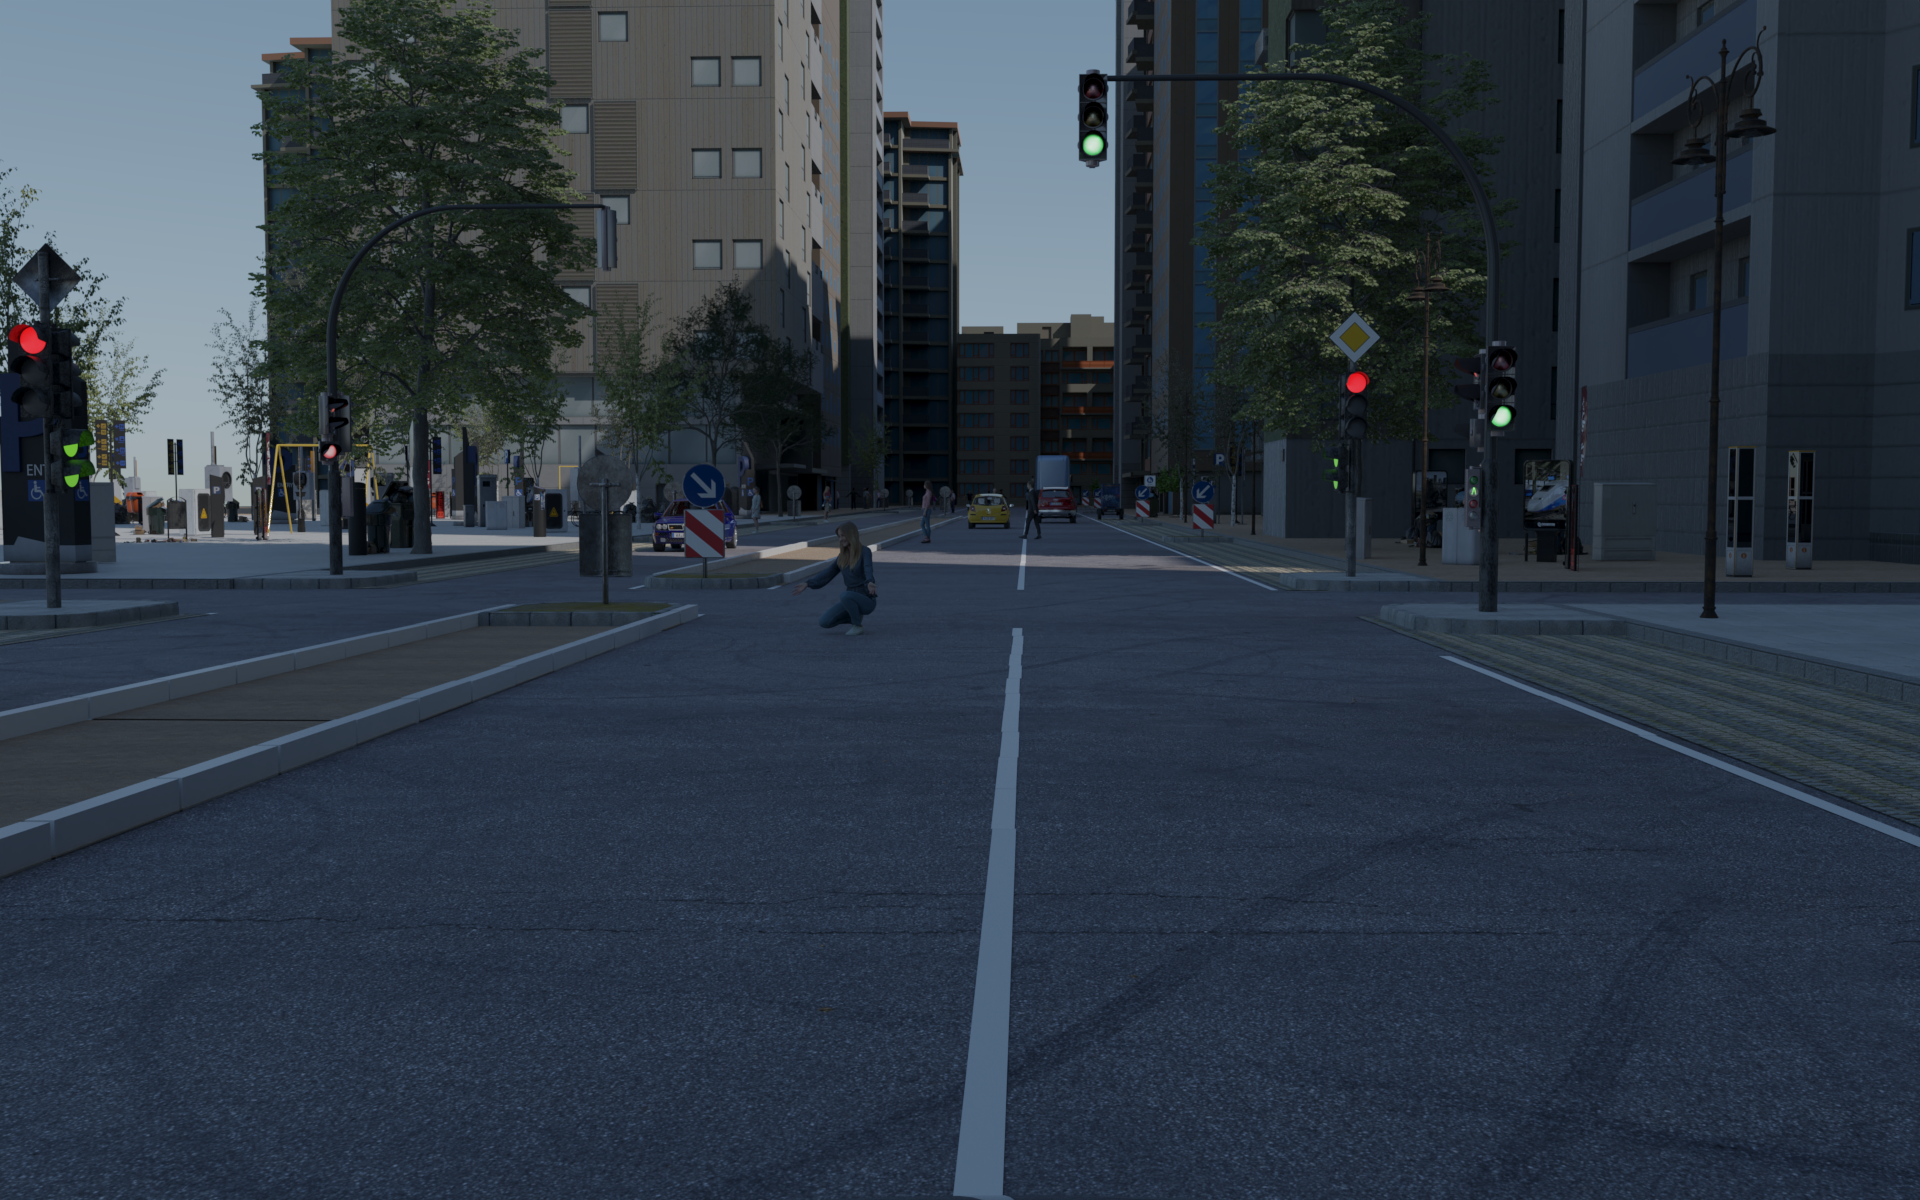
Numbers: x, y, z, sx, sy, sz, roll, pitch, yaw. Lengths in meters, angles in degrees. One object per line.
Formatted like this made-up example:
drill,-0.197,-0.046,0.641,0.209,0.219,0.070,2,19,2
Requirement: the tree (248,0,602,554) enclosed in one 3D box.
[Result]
tree,-11.178,-7.271,37.007,7.486,12.596,7.792,0,3,0

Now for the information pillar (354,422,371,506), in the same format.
information pillar,-19.475,-3.983,56.484,0.504,3.616,0.183,-1,4,-15

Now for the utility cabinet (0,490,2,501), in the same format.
utility cabinet,-50.905,-5.041,91.102,1.173,1.500,0.318,-2,4,-33

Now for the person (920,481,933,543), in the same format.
person,-0.971,-2.566,50.464,0.388,1.821,0.555,-1,4,-8

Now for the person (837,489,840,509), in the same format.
person,-10.349,-8.569,147.086,0.436,1.711,0.756,1,4,16

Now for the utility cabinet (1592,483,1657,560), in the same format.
utility cabinet,12.761,-1.502,33.234,1.173,1.500,0.318,-1,4,-13

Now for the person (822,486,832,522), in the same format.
person,-6.796,-4.909,88.729,0.573,1.828,0.580,-2,4,-23

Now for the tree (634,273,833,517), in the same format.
tree,-10.271,-8.476,72.993,7.601,10.594,8.767,1,4,10

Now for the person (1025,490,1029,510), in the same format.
person,5.932,-8.715,150.977,0.705,1.826,1.348,-2,4,-24

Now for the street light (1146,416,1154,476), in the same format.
street light,11.107,-7.839,100.958,0.468,5.910,1.993,0,4,2

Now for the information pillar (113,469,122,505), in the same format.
information pillar,-45.952,-6.303,94.401,0.504,3.616,0.183,0,4,-1

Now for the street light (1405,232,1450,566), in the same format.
street light,8.283,-3.550,30.833,0.468,5.910,1.993,0,4,2

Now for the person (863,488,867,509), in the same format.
person,-8.114,-8.643,147.431,0.705,1.814,1.350,0,4,-5

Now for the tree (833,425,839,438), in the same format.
tree,-10.423,-9.953,97.138,7.601,10.594,8.767,-2,4,-26

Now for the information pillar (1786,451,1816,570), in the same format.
information pillar,14.266,-1.523,29.397,0.304,2.012,0.304,0,4,-6

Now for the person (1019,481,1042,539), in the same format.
person,2.233,-2.848,54.850,0.755,1.850,0.659,2,4,27

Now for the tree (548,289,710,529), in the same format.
tree,-11.473,-6.870,62.690,4.737,8.622,4.395,0,3,0

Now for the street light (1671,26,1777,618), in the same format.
street light,7.759,-2.751,17.762,0.468,5.910,1.993,0,4,2

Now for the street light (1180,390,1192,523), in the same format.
street light,10.105,-6.399,77.404,0.468,5.910,1.993,0,4,2

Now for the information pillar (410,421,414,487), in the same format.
information pillar,-16.791,-3.784,53.230,0.183,3.616,0.504,-2,4,-31

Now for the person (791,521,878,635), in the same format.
person,-1.114,-0.222,17.629,1.012,1.151,0.738,3,5,45

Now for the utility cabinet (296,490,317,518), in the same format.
utility cabinet,-34.838,-5.111,92.240,0.318,1.500,1.173,2,4,25

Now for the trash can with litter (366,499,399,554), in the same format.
trash can with litter,-12.538,-1.577,37.169,0.624,1.170,1.055,0,4,6

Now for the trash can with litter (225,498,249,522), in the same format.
trash can with litter,-32.794,-4.114,78.653,1.055,1.170,0.624,1,4,12

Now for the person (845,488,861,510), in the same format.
person,-8.856,-8.436,143.996,1.348,1.821,0.705,-1,4,-20

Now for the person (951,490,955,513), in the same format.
person,-0.583,-7.361,129.793,0.436,1.711,0.756,1,4,9

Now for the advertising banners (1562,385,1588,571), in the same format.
advertising banners,10.278,-2.003,28.929,0.090,3.025,2.074,1,4,12

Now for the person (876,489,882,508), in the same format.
person,-7.432,-9.288,158.848,0.436,1.711,0.756,-3,5,-44

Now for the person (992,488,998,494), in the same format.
person,1.870,-5.099,92.415,0.519,1.759,0.362,-1,4,-12

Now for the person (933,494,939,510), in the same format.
person,-2.198,-8.600,152.337,0.599,1.433,0.991,-3,4,-36

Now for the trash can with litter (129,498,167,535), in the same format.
trash can with litter,-25.577,-2.643,54.596,1.055,1.170,0.624,-3,5,-39

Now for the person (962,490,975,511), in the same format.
person,0.831,-8.500,147.483,1.348,1.822,0.705,0,4,-7

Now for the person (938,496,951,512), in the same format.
person,-1.203,-7.835,137.394,1.217,1.735,0.721,1,4,17

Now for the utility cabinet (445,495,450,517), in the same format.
utility cabinet,-29.181,-5.334,98.367,1.020,1.237,0.306,0,4,1

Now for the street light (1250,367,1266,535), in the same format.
street light,9.219,-4.983,54.262,0.468,5.910,1.993,0,4,2

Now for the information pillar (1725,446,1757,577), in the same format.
information pillar,12.044,-1.359,26.715,0.304,2.012,0.304,0,3,0

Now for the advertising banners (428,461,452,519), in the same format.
advertising banners,-26.897,-5.717,89.657,2.074,3.025,0.090,-3,5,-40

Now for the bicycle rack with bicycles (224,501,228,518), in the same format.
bicycle rack with bicycles,-39.790,-4.819,92.180,2.852,0.926,2.925,2,4,29

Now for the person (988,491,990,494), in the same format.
person,2.776,-9.811,169.616,1.217,1.736,0.721,-2,4,-33

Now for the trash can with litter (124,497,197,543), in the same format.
trash can with litter,-21.336,-2.152,46.237,1.678,1.210,2.233,3,4,38

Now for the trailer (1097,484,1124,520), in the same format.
trailer,8.397,-5.505,97.062,1.471,1.999,3.904,0,4,3

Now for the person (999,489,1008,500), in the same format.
person,3.644,-8.804,152.069,1.348,1.869,0.705,-3,4,-38

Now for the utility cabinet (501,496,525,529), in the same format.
utility cabinet,-16.714,-3.280,64.785,1.020,1.237,0.306,3,4,37

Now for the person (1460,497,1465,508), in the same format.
person,10.530,-1.553,36.107,0.362,1.253,0.373,0,4,-8

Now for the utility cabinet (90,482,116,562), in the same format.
utility cabinet,-16.218,-1.418,31.859,1.173,1.500,0.318,-3,5,-40

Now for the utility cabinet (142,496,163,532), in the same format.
utility cabinet,-26.869,-2.845,57.681,0.306,1.237,1.020,0,4,-3

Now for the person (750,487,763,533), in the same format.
person,-7.446,-3.288,63.257,0.522,1.701,0.512,-2,4,-35

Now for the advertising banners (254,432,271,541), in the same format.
advertising banners,-19.444,-3.191,48.363,0.090,3.025,2.074,-1,4,-11

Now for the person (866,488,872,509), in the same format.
person,-7.929,-8.741,148.959,0.705,1.824,1.348,-2,4,-30

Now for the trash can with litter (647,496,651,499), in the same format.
trash can with litter,-16.129,-4.689,88.054,1.055,1.170,0.624,-1,4,-15

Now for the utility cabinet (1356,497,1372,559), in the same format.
utility cabinet,8.011,-1.429,34.532,0.306,1.237,1.020,1,4,20

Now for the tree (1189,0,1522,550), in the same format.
tree,8.740,-7.379,38.781,7.486,12.596,7.792,0,3,0
